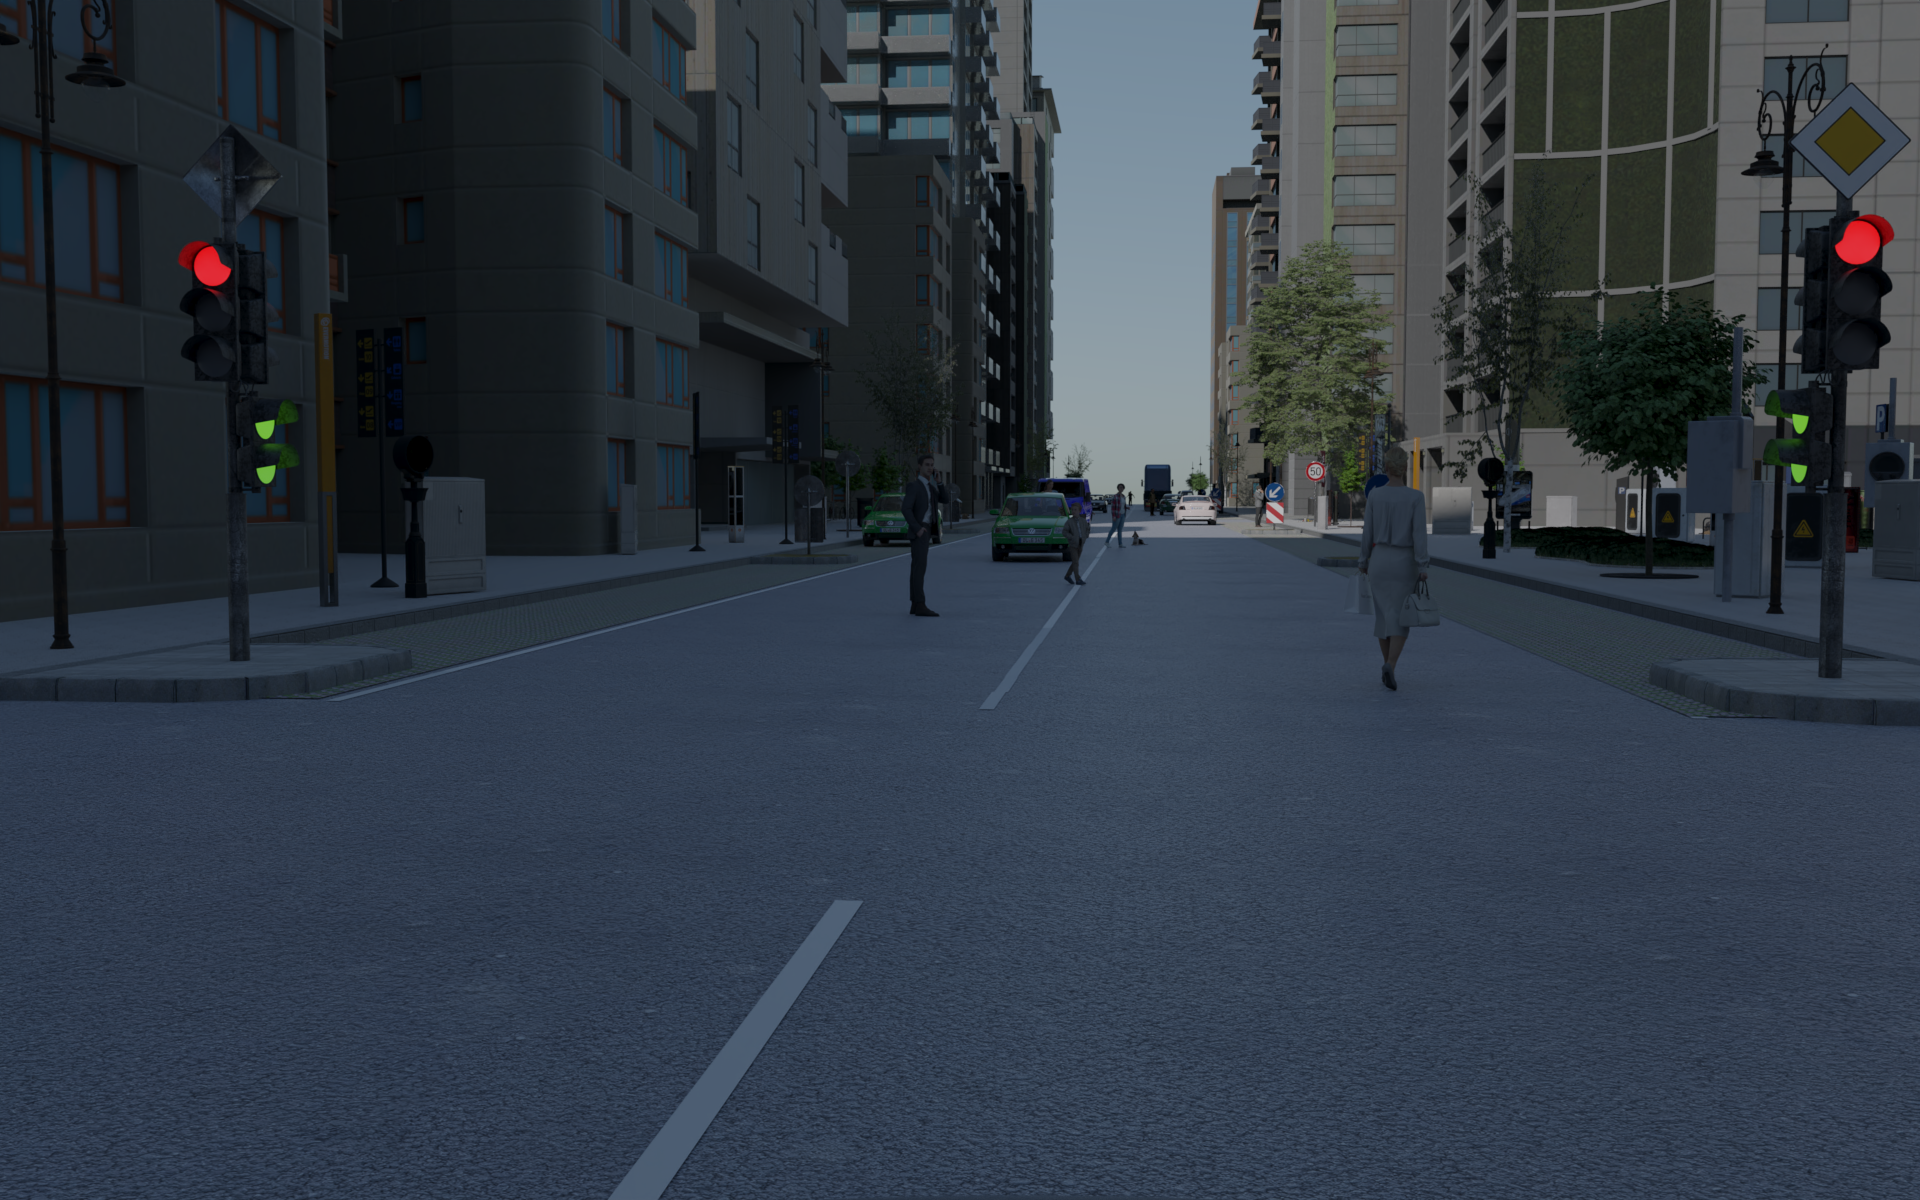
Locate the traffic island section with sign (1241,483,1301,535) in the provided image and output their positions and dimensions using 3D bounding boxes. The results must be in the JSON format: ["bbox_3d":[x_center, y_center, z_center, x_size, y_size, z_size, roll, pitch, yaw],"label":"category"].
[{"bbox_3d":[11.052,-3.248,61.728,1.989,1.847,2.006,0,4,6],"label":"traffic island section with sign"}]

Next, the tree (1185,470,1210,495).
[{"bbox_3d":[31.099,-14.844,226.407,4.285,4.588,4.351,0,3,0],"label":"tree"}]

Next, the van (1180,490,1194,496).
[{"bbox_3d":[24.886,-11.193,190.010,2.013,2.044,4.112,0,4,6],"label":"van"}]

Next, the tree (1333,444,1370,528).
[{"bbox_3d":[14.995,-4.392,66.404,1.663,3.219,1.824,0,3,0],"label":"tree"}]

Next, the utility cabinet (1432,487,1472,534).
[{"bbox_3d":[15.489,-2.804,54.523,1.173,1.500,0.318,1,4,21],"label":"utility cabinet"}]

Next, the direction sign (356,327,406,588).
[{"bbox_3d":[-7.931,-1.943,23.767,0.876,3.537,0.379,2,4,28],"label":"direction sign"}]

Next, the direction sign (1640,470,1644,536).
[{"bbox_3d":[18.938,-3.428,48.052,0.379,3.537,0.876,3,4,36],"label":"direction sign"}]

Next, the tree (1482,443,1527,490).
[{"bbox_3d":[17.940,-3.767,56.196,1.663,3.219,1.824,0,3,0],"label":"tree"}]

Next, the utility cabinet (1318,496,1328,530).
[{"bbox_3d":[13.151,-3.158,62.787,0.306,1.237,1.020,1,4,17],"label":"utility cabinet"}]

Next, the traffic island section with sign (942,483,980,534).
[{"bbox_3d":[-0.302,-3.322,62.939,1.989,1.847,2.006,0,4,6],"label":"traffic island section with sign"}]

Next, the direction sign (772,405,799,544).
[{"bbox_3d":[-4.448,-3.196,44.246,0.876,3.537,0.379,2,4,35],"label":"direction sign"}]

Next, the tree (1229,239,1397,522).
[{"bbox_3d":[15.881,-9.776,77.969,7.486,12.596,7.792,0,3,0],"label":"tree"}]

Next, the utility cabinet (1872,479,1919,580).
[{"bbox_3d":[14.114,-1.053,25.904,0.318,1.500,1.173,0,4,-1],"label":"utility cabinet"}]

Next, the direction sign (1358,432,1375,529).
[{"bbox_3d":[14.951,-4.382,63.649,0.379,3.537,0.876,-2,4,-32],"label":"direction sign"}]

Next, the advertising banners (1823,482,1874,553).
[{"bbox_3d":[19.370,-2.539,37.703,2.074,3.025,0.090,1,4,19],"label":"advertising banners"}]

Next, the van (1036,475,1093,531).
[{"bbox_3d":[3.825,-3.669,64.374,2.240,2.365,5.245,0,4,8],"label":"van"}]

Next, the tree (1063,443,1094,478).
[{"bbox_3d":[16.862,-18.114,246.520,4.360,8.622,3.978,0,3,0],"label":"tree"}]

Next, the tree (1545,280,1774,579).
[{"bbox_3d":[10.750,-2.629,26.705,4.285,4.588,4.351,0,3,0],"label":"tree"}]

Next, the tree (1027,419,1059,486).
[{"bbox_3d":[7.361,-13.128,165.012,4.737,8.622,4.395,0,3,0],"label":"tree"}]

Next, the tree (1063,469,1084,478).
[{"bbox_3d":[14.870,-14.881,227.010,4.285,4.588,4.351,0,3,0],"label":"tree"}]

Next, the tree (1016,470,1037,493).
[{"bbox_3d":[5.196,-8.673,136.409,1.663,3.219,1.824,0,3,0],"label":"tree"}]

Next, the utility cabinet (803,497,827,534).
[{"bbox_3d":[-4.658,-2.718,55.603,0.306,1.237,1.020,2,4,27],"label":"utility cabinet"}]

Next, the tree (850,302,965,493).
[{"bbox_3d":[-2.114,-7.151,67.287,4.360,8.622,3.978,0,3,0],"label":"tree"}]

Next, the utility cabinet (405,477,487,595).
[{"bbox_3d":[-6.581,-0.829,22.231,0.318,1.500,1.173,2,4,24],"label":"utility cabinet"}]

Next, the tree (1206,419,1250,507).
[{"bbox_3d":[26.375,-13.461,170.450,4.360,8.622,3.978,0,3,0],"label":"tree"}]

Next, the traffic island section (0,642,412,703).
[{"bbox_3d":[-5.567,0.546,13.356,2.009,0.180,2.903,0,4,6],"label":"traffic island section"}]

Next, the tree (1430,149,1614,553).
[{"bbox_3d":[12.119,-5.361,38.020,4.360,8.622,3.978,0,3,0],"label":"tree"}]

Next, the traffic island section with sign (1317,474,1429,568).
[{"bbox_3d":[8.152,-1.576,34.388,1.989,1.847,2.006,0,4,6],"label":"traffic island section with sign"}]

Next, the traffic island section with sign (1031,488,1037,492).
[{"bbox_3d":[4.964,-6.352,112.479,1.989,1.847,2.006,0,4,6],"label":"traffic island section with sign"}]

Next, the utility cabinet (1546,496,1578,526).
[{"bbox_3d":[20.049,-2.847,57.712,0.306,1.237,1.020,-2,4,-34],"label":"utility cabinet"}]

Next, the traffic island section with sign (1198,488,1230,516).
[{"bbox_3d":[16.285,-6.263,111.030,1.989,1.847,2.006,0,4,6],"label":"traffic island section with sign"}]

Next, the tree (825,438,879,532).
[{"bbox_3d":[-3.891,-3.977,59.619,1.663,3.219,1.824,0,3,0],"label":"tree"}]

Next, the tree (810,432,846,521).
[{"bbox_3d":[-6.790,-6.021,82.155,4.285,4.588,4.351,0,3,0],"label":"tree"}]

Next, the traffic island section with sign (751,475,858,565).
[{"bbox_3d":[-3.174,-1.671,35.947,1.989,1.847,2.006,0,4,6],"label":"traffic island section with sign"}]

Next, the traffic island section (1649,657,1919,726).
[{"bbox_3d":[6.108,0.622,12.116,2.009,0.180,2.903,0,4,6],"label":"traffic island section"}]

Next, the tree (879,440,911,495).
[{"bbox_3d":[-2.725,-4.134,62.196,1.663,3.219,1.824,0,3,0],"label":"tree"}]

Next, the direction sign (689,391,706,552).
[{"bbox_3d":[-5.885,-2.857,38.704,0.379,3.537,0.876,-1,4,-16],"label":"direction sign"}]

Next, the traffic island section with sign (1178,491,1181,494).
[{"bbox_3d":[27.918,-12.961,220.536,1.989,1.847,2.006,0,4,6],"label":"traffic island section with sign"}]

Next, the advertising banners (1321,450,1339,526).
[{"bbox_3d":[14.891,-4.503,69.808,0.090,3.025,2.074,2,4,33],"label":"advertising banners"}]

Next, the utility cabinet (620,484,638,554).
[{"bbox_3d":[-7.056,-1.732,36.999,0.318,1.500,1.173,0,4,-8],"label":"utility cabinet"}]

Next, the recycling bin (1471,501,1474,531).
[{"bbox_3d":[17.470,-2.940,60.622,0.722,1.027,0.722,-2,4,-24],"label":"recycling bin"}]
